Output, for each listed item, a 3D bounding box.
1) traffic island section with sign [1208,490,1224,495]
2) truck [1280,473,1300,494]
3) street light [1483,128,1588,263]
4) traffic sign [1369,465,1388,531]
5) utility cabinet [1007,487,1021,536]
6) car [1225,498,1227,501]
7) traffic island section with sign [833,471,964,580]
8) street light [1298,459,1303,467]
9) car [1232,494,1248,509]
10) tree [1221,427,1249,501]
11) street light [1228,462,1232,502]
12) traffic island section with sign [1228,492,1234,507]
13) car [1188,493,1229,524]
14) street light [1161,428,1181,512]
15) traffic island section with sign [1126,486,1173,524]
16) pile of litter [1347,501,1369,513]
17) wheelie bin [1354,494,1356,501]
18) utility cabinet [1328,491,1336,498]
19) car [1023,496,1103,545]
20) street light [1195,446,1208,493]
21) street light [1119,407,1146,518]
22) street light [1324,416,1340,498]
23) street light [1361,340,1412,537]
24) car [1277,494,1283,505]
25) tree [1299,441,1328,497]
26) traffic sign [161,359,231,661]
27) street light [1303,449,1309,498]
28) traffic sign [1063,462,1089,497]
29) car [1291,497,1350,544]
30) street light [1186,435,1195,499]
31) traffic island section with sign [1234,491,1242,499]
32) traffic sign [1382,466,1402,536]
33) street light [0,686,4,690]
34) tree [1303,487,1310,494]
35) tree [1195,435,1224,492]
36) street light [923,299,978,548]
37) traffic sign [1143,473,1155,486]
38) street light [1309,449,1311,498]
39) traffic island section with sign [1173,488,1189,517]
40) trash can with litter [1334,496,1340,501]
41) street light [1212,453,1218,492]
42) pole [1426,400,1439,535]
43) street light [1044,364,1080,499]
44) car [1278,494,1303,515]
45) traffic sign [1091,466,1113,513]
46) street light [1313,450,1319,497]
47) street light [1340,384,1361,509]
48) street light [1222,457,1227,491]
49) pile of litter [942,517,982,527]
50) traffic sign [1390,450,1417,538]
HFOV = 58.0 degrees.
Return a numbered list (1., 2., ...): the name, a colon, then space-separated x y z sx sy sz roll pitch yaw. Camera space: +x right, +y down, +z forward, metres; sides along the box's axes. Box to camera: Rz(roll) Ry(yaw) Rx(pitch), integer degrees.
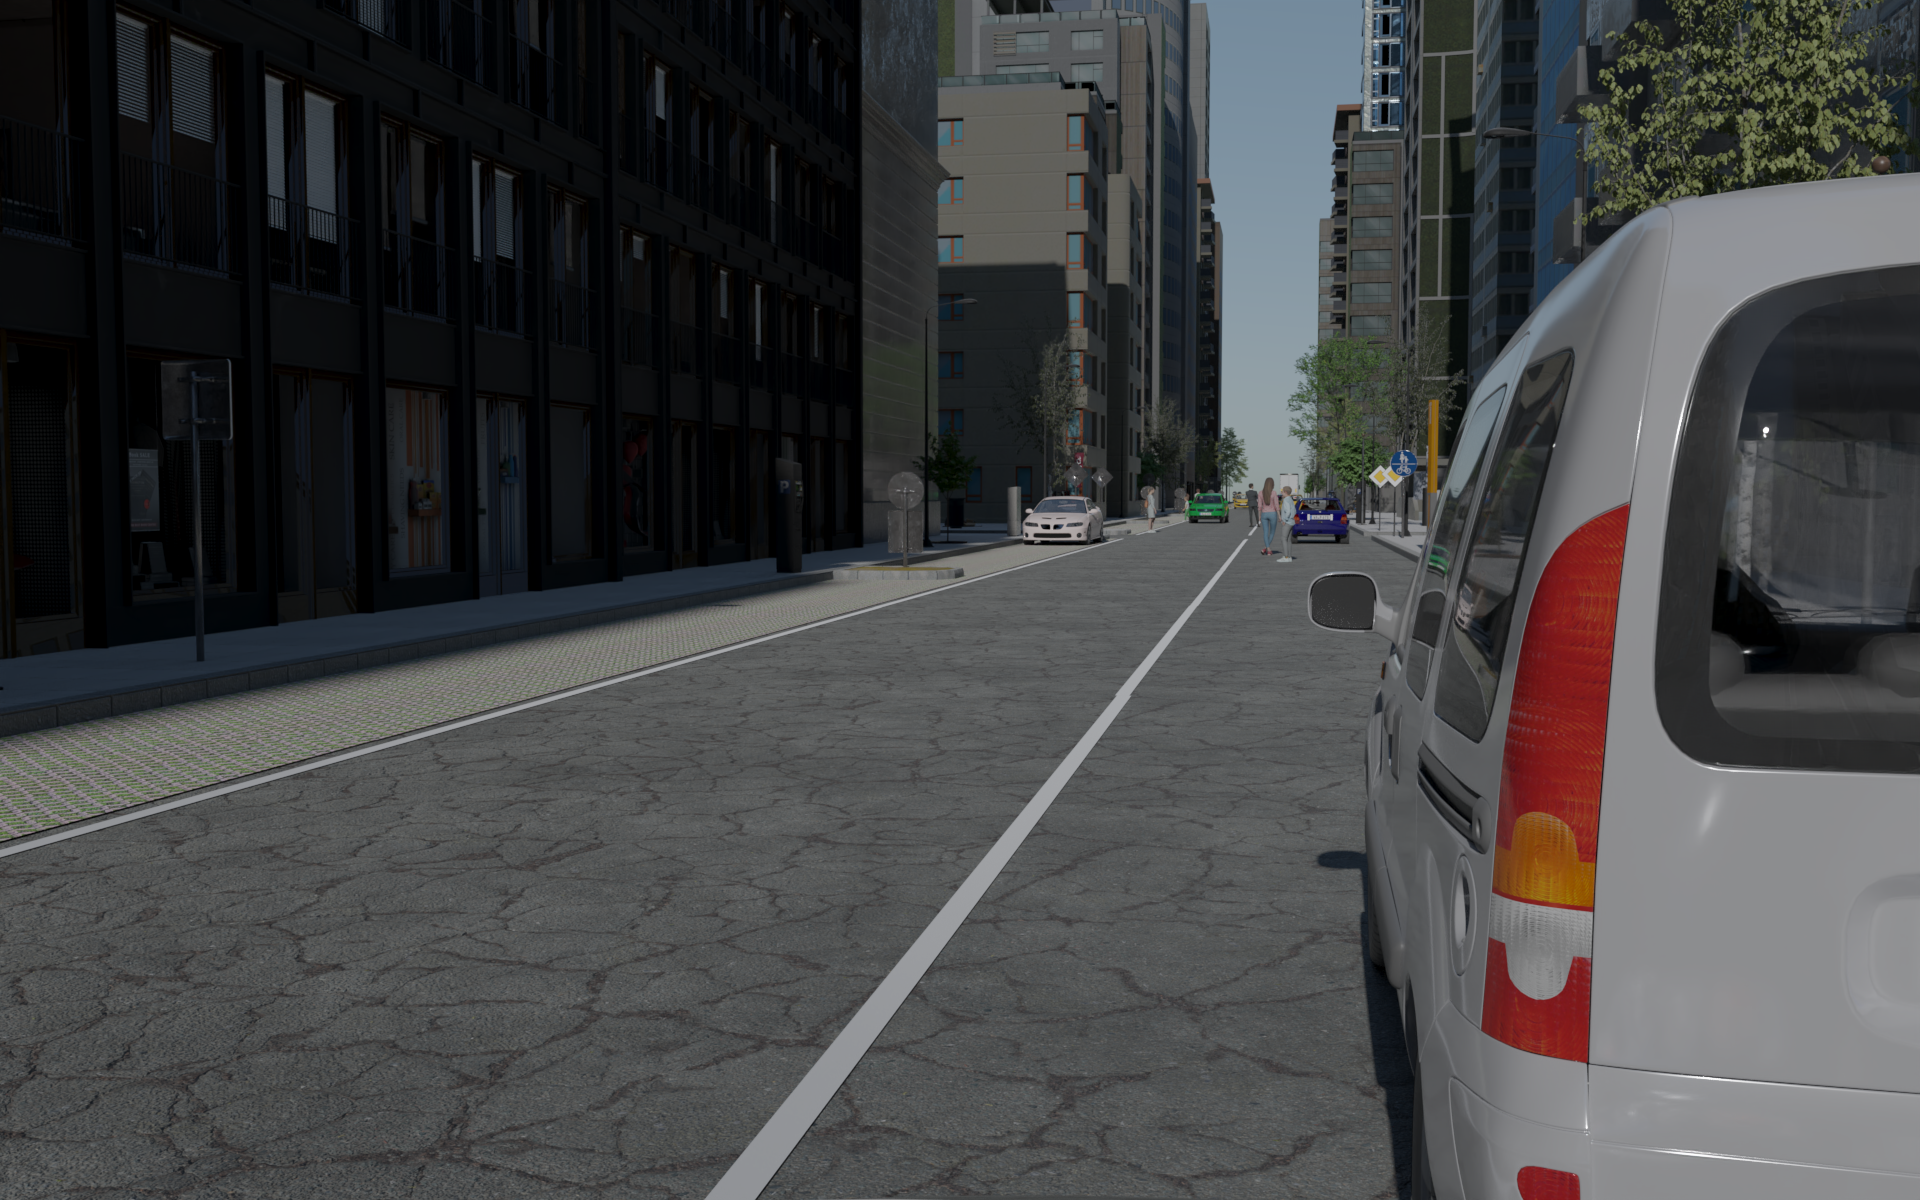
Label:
1. traffic island section with sign: 23.245 -9.252 159.898 1.989 1.847 2.006 1 4 10
2. truck: 45.834 -15.419 241.017 2.839 4.237 11.283 1 4 12
3. street light: 7.338 -3.028 22.054 1.470 5.913 1.316 1 4 10
4. traffic sign: 14.612 -3.463 60.263 0.795 2.450 0.064 1 4 10
5. utility cabinet: 1.649 -2.720 53.155 0.318 1.500 1.173 0 4 8
6. car: 24.374 -9.482 164.813 2.009 1.686 4.222 1 4 11
7. traffic island section with sign: -0.991 -1.284 29.620 1.989 1.847 2.006 1 4 10
8. street light: 45.837 -15.701 229.258 1.470 5.913 1.316 1 4 10
9. car: 27.010 -9.486 165.327 2.015 1.641 3.980 1 4 9
10. tree: 45.189 -22.928 292.994 7.486 12.596 7.792 0 3 0
11. street light: 38.346 -16.921 249.204 1.470 5.913 1.316 1 4 10
12. traffic island section with sign: 28.223 -10.889 186.666 1.989 1.847 2.006 1 4 10
13. car: 12.339 -4.710 85.807 1.959 1.807 4.718 1 4 12
14. street light: 14.858 -9.153 122.199 1.470 5.913 1.316 1 4 10
15. traffic island section with sign: 9.134 -4.612 84.039 1.989 1.847 2.006 1 4 10
16. pile of litter: 27.294 -6.430 119.103 1.719 0.858 1.176 1 4 17
17. wheelie bin: 28.350 -7.027 122.796 0.693 1.594 0.980 0 4 -3
18. utility cabinet: 28.133 -7.476 130.911 0.318 1.500 1.173 2 4 31
19. car: 3.005 -2.285 49.728 2.083 1.381 4.827 1 4 12
20. street light: 23.298 -11.964 168.156 1.470 5.913 1.316 1 4 10
21. street light: 9.163 -7.317 92.182 1.470 5.913 1.316 1 4 10
22. street light: 22.430 -8.004 103.409 1.470 5.913 1.316 1 4 10
23. street light: 12.950 -4.877 52.281 1.470 5.913 1.316 1 4 10
24. car: 26.955 -8.198 143.823 2.009 1.686 4.222 1 4 11
25. tree: 44.934 -16.432 219.018 4.360 8.622 3.978 0 3 0
26. traffic sign: -5.823 -0.678 13.217 0.606 2.300 0.079 1 4 15
27. street light: 36.517 -12.637 179.148 1.470 5.913 1.316 1 4 10
28. traffic sign: 3.625 -3.092 54.197 0.795 2.450 0.064 1 4 10
29. car: 10.524 -2.354 51.066 1.945 1.354 3.894 1 4 9
30. street light: 17.649 -10.083 137.402 1.470 5.913 1.316 1 4 10
31. traffic island section with sign: 38.353 -14.224 241.181 1.989 1.847 2.006 1 4 10
32. traffic sign: 13.153 -2.983 52.412 0.795 2.450 0.064 1 4 10
33. street light: -5.916 -2.354 11.034 1.470 5.913 1.316 1 4 10
34. tree: 53.063 -16.487 264.167 1.663 3.219 1.824 0 3 0
35. tree: 29.862 -15.911 210.508 4.737 8.622 4.395 0 3 0
36. street light: -0.275 -4.215 41.462 1.470 5.913 1.316 1 4 10
37. traffic sign: 11.580 -6.492 106.257 0.768 2.556 0.104 1 4 19
38. street light: 30.822 -10.738 148.106 1.470 5.913 1.316 1 4 10
39. traffic island section with sign: 14.103 -6.247 110.770 1.989 1.847 2.006 1 4 10
40. trash can with litter: 28.032 -7.129 127.942 1.055 1.170 0.624 2 4 28
41. street light: 28.934 -13.804 198.235 1.470 5.913 1.316 1 4 10
42. pole: 10.263 -2.678 37.625 0.158 3.312 0.155 0 3 0
43. street light: 3.600 -5.480 62.140 1.470 5.913 1.316 1 4 10
44. car: 22.412 -6.512 116.702 2.015 1.641 3.980 1 4 9
45. traffic sign: 5.084 -3.572 62.048 0.795 2.450 0.064 1 4 10
46. street light: 28.119 -9.840 133.427 1.470 5.913 1.316 1 4 10
47. street light: 16.954 -6.166 73.352 1.470 5.913 1.316 1 4 10
48. street light: 32.797 -15.084 219.160 1.470 5.913 1.316 1 4 10
49. pile of litter: 0.093 -3.294 67.821 1.719 0.858 1.176 -1 4 -12
50. traffic sign: 12.858 -3.066 50.228 0.768 2.556 0.104 1 4 17
